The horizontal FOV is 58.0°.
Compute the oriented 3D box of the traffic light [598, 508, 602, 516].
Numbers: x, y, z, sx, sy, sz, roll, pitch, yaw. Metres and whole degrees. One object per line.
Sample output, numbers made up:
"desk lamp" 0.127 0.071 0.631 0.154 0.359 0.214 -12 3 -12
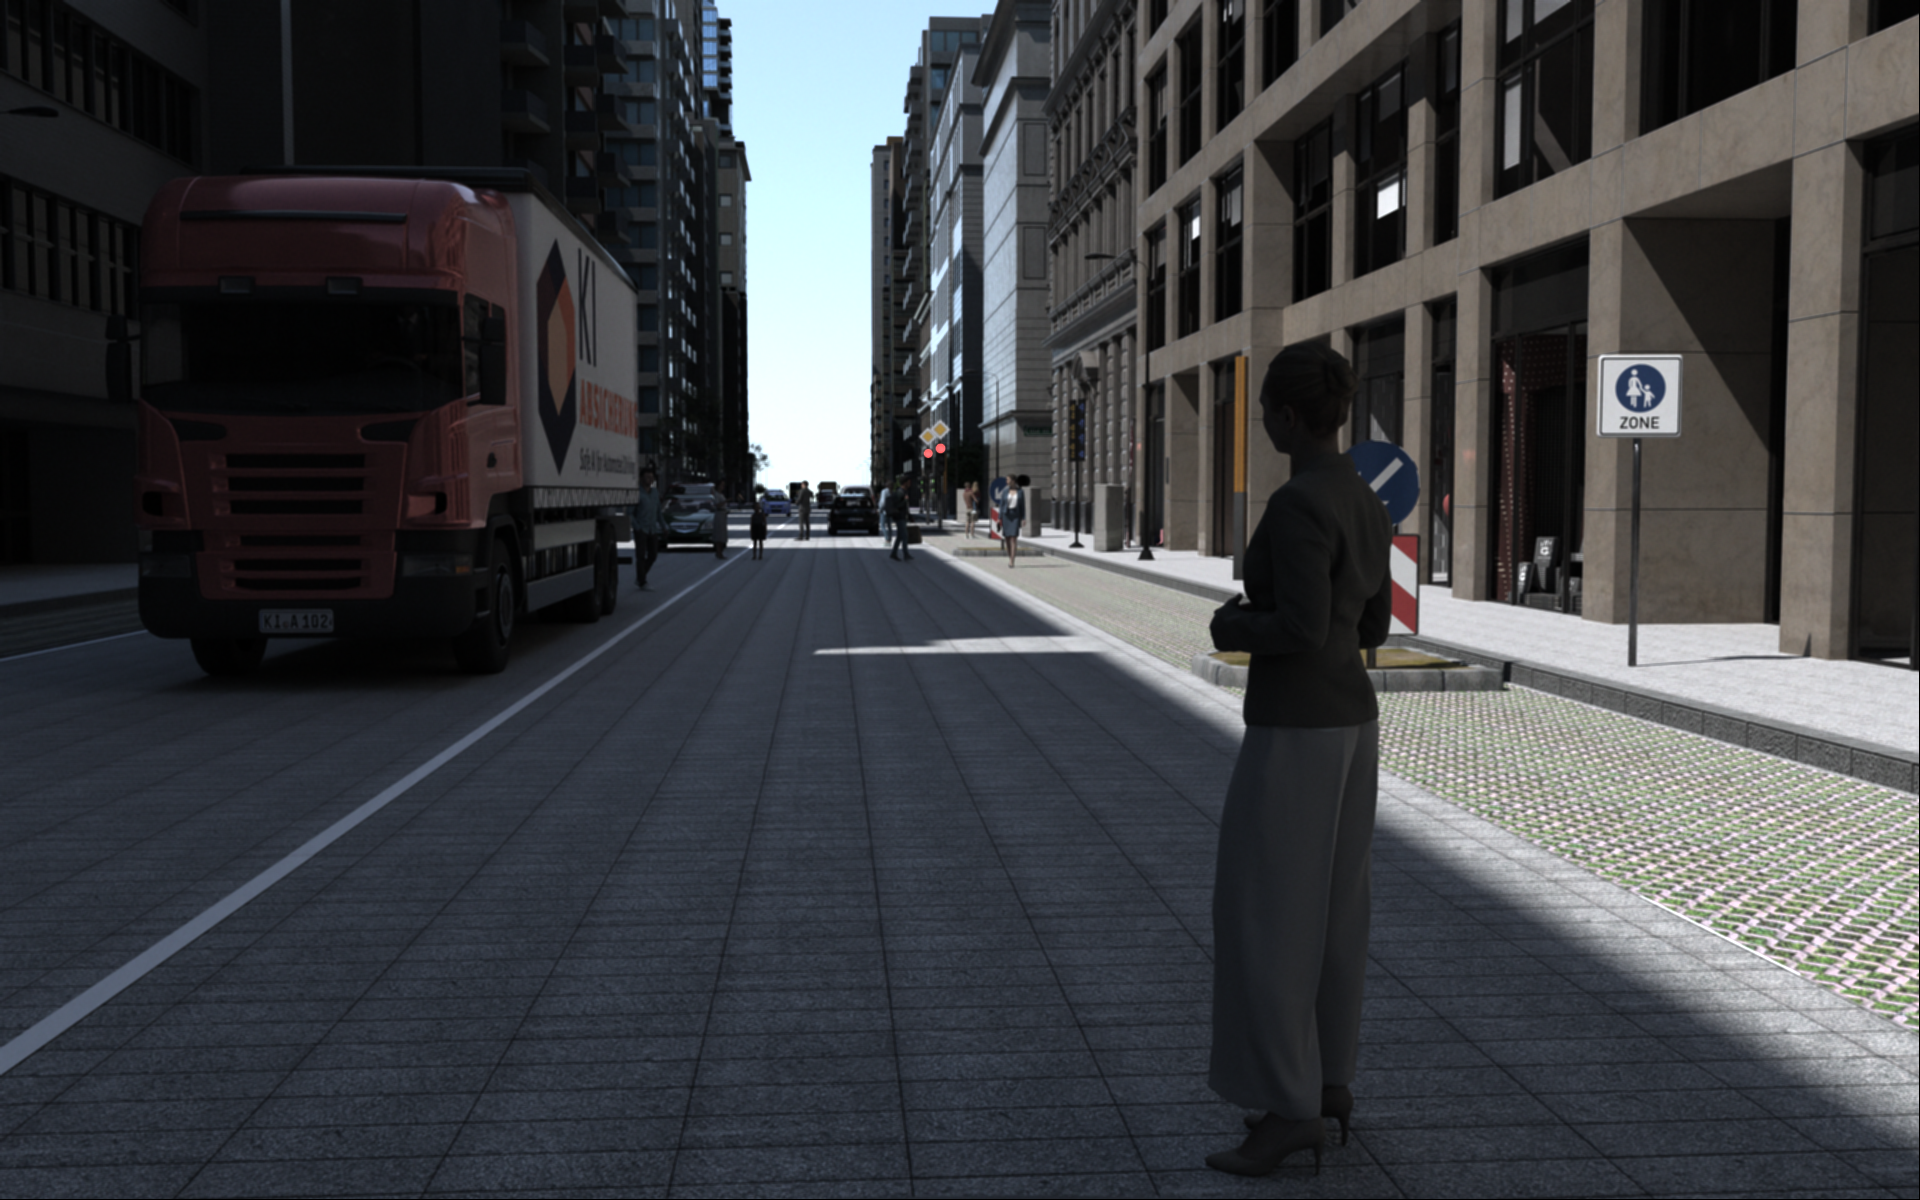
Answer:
"traffic light" -13.286 -4.583 63.851 0.839 4.253 0.868 0 4 -4

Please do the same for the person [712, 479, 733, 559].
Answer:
"person" -5.192 -1.774 38.068 0.524 1.755 0.480 1 4 9

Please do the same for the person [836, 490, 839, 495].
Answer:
"person" -13.649 -11.220 191.585 1.348 1.869 0.705 0 4 4

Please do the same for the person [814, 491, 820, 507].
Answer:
"person" -16.129 -11.606 198.393 1.348 1.807 0.705 -1 4 -17

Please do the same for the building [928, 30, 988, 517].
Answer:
"building" 4.358 -20.500 112.674 11.434 29.767 29.804 0 4 -4

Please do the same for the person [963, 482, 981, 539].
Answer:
"person" 0.390 -2.873 55.453 0.580 1.828 0.573 0 4 -1

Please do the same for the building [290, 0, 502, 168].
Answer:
"building" -23.870 -13.815 55.558 15.834 23.373 12.332 0 4 -4

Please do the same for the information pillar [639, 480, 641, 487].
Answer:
"information pillar" -17.210 -5.391 92.633 0.304 2.012 0.304 -1 4 -11

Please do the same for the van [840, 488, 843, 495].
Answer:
"van" -6.587 -6.017 105.384 2.013 2.044 4.112 0 4 -3

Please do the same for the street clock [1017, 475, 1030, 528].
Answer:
"street clock" 2.370 -3.683 64.794 0.471 2.002 0.358 2 4 29

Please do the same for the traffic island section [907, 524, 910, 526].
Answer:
"traffic island section" -1.325 -3.096 72.893 2.009 0.180 2.903 0 4 -4

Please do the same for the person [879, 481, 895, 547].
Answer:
"person" -1.980 -2.355 47.277 0.793 1.790 0.793 0 4 3

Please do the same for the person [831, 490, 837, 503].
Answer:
"person" -10.556 -8.366 145.629 0.623 1.781 0.721 -1 4 -11

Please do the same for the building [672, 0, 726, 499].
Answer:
"building" -37.827 -46.557 199.452 20.563 71.187 20.611 0 4 -4

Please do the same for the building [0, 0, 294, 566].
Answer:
"building" -20.329 -12.455 22.711 14.314 24.678 30.058 0 4 -4

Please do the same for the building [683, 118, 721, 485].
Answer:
"building" -32.926 -30.567 183.372 14.154 41.232 14.086 0 4 -4

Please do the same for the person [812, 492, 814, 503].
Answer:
"person" -23.178 -16.154 272.761 0.705 1.807 1.348 1 4 9

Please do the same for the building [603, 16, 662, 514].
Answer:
"building" -37.393 -26.096 118.551 32.217 40.220 23.993 0 4 -4

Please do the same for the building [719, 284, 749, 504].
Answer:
"building" -36.407 -28.473 237.231 14.160 30.474 14.107 0 4 -4

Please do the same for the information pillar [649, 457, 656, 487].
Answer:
"information pillar" -19.373 -7.203 109.117 0.504 3.616 0.183 2 4 25

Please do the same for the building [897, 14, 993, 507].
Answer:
"building" 5.627 -34.201 178.799 23.786 49.044 30.456 0 4 -4

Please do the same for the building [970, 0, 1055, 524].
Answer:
"building" 23.161 -18.747 82.927 44.131 29.872 17.030 0 4 -4

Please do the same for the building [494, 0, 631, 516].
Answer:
"building" -28.184 -26.301 84.644 22.147 44.769 28.867 0 4 -4

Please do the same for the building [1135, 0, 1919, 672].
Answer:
"building" 15.264 -13.577 26.505 19.350 26.468 34.151 0 4 -4

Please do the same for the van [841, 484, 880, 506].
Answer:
"van" -4.504 -4.244 76.402 2.013 2.044 4.112 0 4 -3

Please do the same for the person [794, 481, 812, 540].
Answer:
"person" -4.889 -2.774 53.656 0.447 1.846 0.655 2 4 35

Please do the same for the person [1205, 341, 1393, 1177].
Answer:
"person" 0.726 0.321 3.801 0.362 1.759 0.519 2 4 35

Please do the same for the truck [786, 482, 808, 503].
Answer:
"truck" -26.786 -17.722 285.669 3.469 3.379 9.791 0 4 -4

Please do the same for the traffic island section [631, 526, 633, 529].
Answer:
"traffic island section" -13.931 -3.038 71.945 2.009 0.180 2.903 0 4 -4

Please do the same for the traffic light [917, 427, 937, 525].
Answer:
"traffic light" -1.366 -5.129 72.776 0.839 4.253 0.868 0 4 -4

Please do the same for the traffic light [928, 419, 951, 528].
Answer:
"traffic light" -0.762 -4.642 64.814 0.839 4.253 0.868 0 4 -4

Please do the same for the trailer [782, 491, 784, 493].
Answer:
"trailer" -30.780 -17.751 297.282 1.471 1.999 3.904 0 4 -3

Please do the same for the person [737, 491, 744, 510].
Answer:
"person" -19.329 -8.750 152.284 0.721 1.735 1.217 -2 4 -34

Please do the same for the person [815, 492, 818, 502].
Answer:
"person" -24.942 -17.943 302.388 0.721 1.766 1.217 2 4 29

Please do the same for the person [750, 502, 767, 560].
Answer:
"person" -4.407 -1.512 37.887 0.362 1.253 0.373 0 4 -2

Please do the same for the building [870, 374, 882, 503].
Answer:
"building" 0.519 -25.661 264.596 27.650 21.520 28.899 0 4 -4

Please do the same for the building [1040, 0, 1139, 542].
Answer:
"building" 8.817 -13.784 54.252 11.050 23.489 19.941 0 4 -4

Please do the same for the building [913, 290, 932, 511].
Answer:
"building" 1.966 -16.725 138.075 10.561 19.102 19.286 0 4 -4

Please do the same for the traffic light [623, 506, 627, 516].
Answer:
"traffic light" -13.890 -5.070 71.814 0.839 4.253 0.868 0 4 -4

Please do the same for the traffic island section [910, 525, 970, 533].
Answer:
"traffic island section" -0.721 -2.609 64.931 2.009 0.180 2.903 0 4 -4

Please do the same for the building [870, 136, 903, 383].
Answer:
"building" -4.397 -45.852 291.678 21.231 58.520 28.212 0 4 -4

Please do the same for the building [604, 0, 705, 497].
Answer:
"building" -36.330 -33.065 160.227 23.786 49.044 30.456 0 4 -4

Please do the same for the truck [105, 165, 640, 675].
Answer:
"truck" -5.052 -1.726 17.141 2.839 4.237 11.283 0 4 -4

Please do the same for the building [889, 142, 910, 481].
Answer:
"building" -1.648 -34.600 215.827 14.600 45.320 14.200 0 4 -4

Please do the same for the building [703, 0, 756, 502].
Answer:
"building" -44.934 -59.509 285.635 22.319 86.520 31.000 0 4 -4

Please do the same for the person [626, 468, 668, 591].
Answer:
"person" -4.710 -1.058 25.824 0.620 1.820 0.660 2 4 34

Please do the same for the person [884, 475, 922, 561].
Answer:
"person" -1.192 -1.730 36.775 0.713 1.824 0.794 2 4 27

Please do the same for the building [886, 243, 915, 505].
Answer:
"building" -0.964 -26.267 201.171 14.160 30.474 14.107 0 4 -4

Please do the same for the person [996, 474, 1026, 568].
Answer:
"person" 1.029 -1.542 33.734 0.581 1.822 0.654 1 4 21

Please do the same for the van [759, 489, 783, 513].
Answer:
"van" -14.519 -7.791 134.388 2.013 2.044 4.112 0 4 -2

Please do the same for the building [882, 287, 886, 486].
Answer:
"building" -3.923 -28.749 241.742 14.160 30.474 14.107 0 4 -4

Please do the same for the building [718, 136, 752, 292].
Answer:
"building" -45.716 -40.862 257.330 28.713 52.752 27.495 0 4 -4

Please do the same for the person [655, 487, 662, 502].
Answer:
"person" -15.837 -5.026 90.852 0.590 1.801 0.661 0 4 2

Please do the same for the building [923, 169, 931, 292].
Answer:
"building" 3.597 -23.560 156.909 14.160 30.474 14.107 0 4 -4

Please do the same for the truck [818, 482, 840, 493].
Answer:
"truck" -20.349 -16.613 267.548 3.469 3.379 9.791 0 4 -3
